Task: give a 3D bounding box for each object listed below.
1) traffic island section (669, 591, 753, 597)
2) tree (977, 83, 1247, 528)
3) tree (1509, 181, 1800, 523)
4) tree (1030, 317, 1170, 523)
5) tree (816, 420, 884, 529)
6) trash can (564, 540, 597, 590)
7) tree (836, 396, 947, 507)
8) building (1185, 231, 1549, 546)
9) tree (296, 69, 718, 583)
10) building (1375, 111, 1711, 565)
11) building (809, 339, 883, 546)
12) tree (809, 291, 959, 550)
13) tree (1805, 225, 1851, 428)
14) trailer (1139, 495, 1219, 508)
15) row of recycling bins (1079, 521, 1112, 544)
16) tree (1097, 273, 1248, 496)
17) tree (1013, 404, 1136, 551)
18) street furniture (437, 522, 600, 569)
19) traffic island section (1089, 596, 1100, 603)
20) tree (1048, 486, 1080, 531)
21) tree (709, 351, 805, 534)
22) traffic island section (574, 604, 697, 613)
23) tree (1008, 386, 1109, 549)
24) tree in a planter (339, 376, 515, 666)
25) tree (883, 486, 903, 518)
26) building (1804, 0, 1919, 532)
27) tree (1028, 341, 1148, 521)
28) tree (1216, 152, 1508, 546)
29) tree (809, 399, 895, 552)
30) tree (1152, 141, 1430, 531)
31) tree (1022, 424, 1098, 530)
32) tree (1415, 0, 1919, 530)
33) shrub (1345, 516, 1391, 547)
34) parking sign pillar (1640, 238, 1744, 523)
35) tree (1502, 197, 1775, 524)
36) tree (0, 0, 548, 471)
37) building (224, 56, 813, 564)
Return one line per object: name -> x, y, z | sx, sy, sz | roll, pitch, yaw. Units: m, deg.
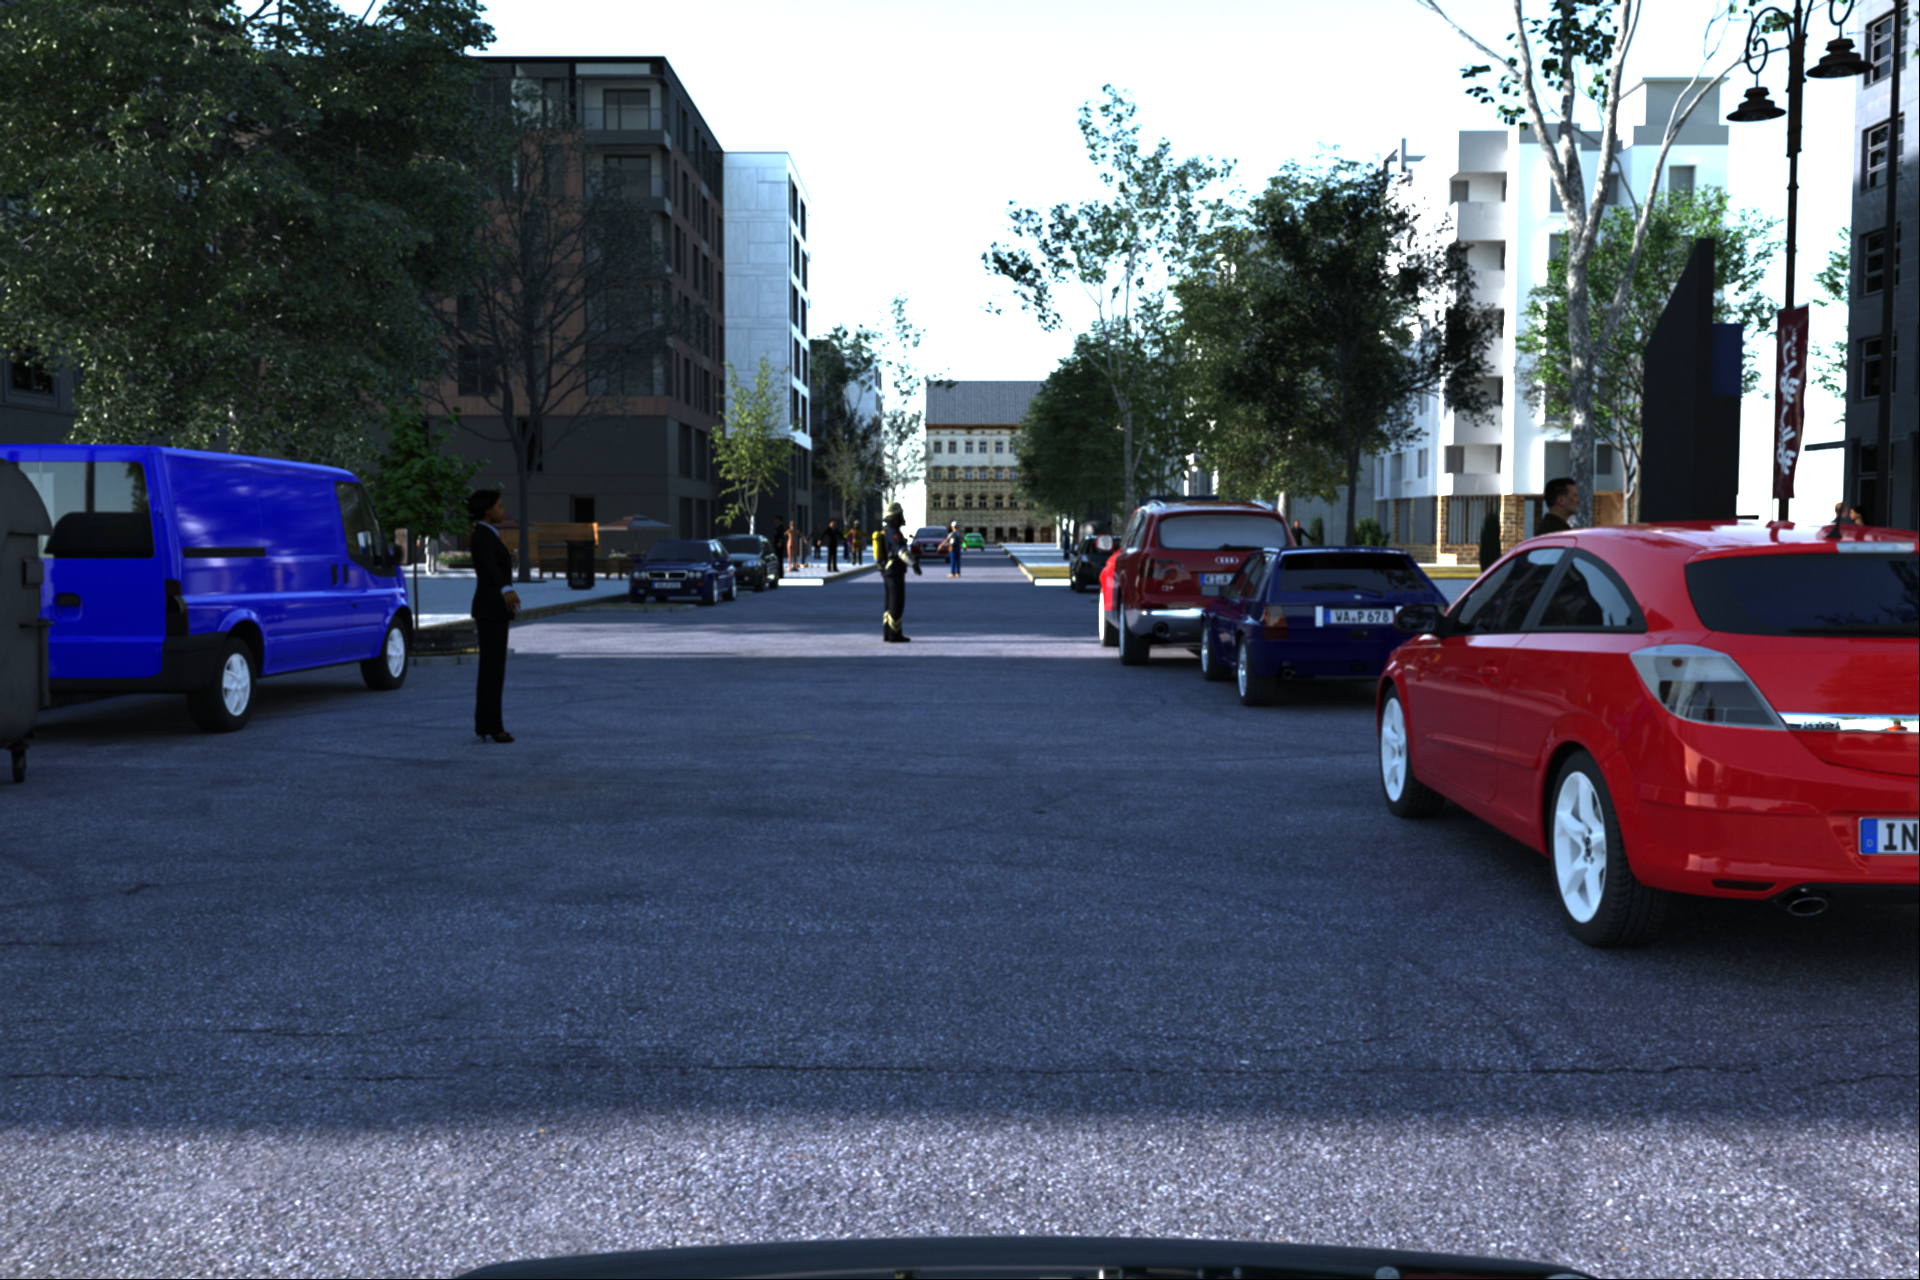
traffic island section -> -5.887, -1.070, 40.365 | 1.991, 0.108, 1.994 | 0, 4, 2
tree -> 6.383, -13.460, 75.962 | 12.611, 20.169, 13.585 | 0, 3, 0
tree -> 20.336, -7.672, 51.198 | 9.928, 11.665, 9.643 | 0, 3, 0
tree -> 7.390, -10.594, 91.344 | 7.486, 12.596, 7.792 | 0, 3, 0
tree -> -7.636, -9.906, 112.333 | 4.360, 8.622, 3.978 | 0, 3, 0
trash can -> -8.768, -1.738, 40.072 | 0.748, 1.137, 0.748 | 0, 3, 0
tree -> -6.266, -14.859, 153.309 | 12.009, 13.543, 11.850 | 0, 3, 0
building -> 24.524, -14.875, 109.656 | 16.747, 18.905, 31.486 | 0, 4, 1
tree -> -11.504, -8.268, 45.555 | 12.009, 13.543, 11.850 | 0, 3, 0
building -> 25.621, -13.921, 84.027 | 16.016, 20.090, 11.380 | 0, 4, 1
building -> -23.821, -21.660, 198.108 | 27.936, 21.610, 32.646 | 0, 4, 1
tree -> -6.810, -17.082, 135.182 | 12.611, 20.169, 13.585 | 0, 3, 0
tree -> 29.267, -7.697, 51.600 | 9.928, 11.665, 9.643 | 0, 3, 0
trailer -> 3.394, -1.257, 27.609 | 1.471, 1.999, 3.904 | 0, 4, 1
row of recycling bins -> 4.242, -2.930, 55.018 | 1.069, 1.692, 3.534 | 0, 4, 1
tree -> 6.113, -6.082, 49.807 | 4.737, 8.622, 4.395 | 0, 3, 0
tree -> 7.707, -11.126, 116.327 | 8.767, 10.594, 7.601 | -1, 4, -20
street furniture -> -17.789, -3.773, 68.546 | 11.010, 1.723, 9.812 | -1, 4, -20
traffic island section -> 3.753, -0.843, 36.649 | 1.991, 0.108, 1.994 | 0, 4, 1
tree -> 8.605, -11.473, 137.938 | 4.737, 8.622, 4.395 | 0, 3, 0
tree -> -8.438, -7.350, 70.538 | 4.737, 8.622, 4.395 | 0, 3, 0
traffic island section -> -6.012, -0.590, 32.506 | 1.991, 0.108, 1.994 | 0, 4, 2
tree -> 8.629, -14.744, 147.722 | 9.857, 13.997, 8.962 | 0, 3, 0
tree in a planter -> -6.219, -1.376, 19.724 | 1.991, 3.239, 1.994 | 0, 4, 2
tree -> -9.395, -17.907, 243.136 | 4.360, 8.622, 3.978 | 0, 3, 0
building -> 25.977, -12.954, 30.219 | 11.959, 24.771, 22.079 | 0, 4, 1
tree -> 7.531, -11.196, 101.176 | 7.486, 12.596, 7.792 | 0, 3, 0
tree -> 9.725, -6.564, 41.731 | 7.601, 10.594, 8.767 | -2, 4, -28
tree -> -7.984, -11.382, 120.501 | 7.601, 10.594, 8.767 | -3, 4, -36
tree -> 10.855, -9.257, 58.007 | 9.857, 13.997, 8.962 | 0, 3, 0
tree -> 8.290, -11.843, 128.043 | 8.767, 10.594, 7.601 | 3, 5, 43
tree -> 8.928, -10.360, 25.278 | 12.611, 20.169, 13.585 | 0, 3, 0
shrub -> 15.525, -3.764, 65.959 | 1.690, 2.028, 1.600 | 0, 3, 0
parking sign pillar -> 6.940, -1.715, 16.511 | 1.447, 3.967, 1.447 | 0, 4, 1
tree -> 24.591, -9.355, 63.322 | 12.009, 13.543, 11.850 | 0, 3, 0
tree -> -11.410, -7.386, 27.416 | 9.857, 13.997, 8.962 | 0, 3, 0
building -> -23.117, -15.091, 90.705 | 27.936, 21.610, 32.646 | 0, 3, 0
